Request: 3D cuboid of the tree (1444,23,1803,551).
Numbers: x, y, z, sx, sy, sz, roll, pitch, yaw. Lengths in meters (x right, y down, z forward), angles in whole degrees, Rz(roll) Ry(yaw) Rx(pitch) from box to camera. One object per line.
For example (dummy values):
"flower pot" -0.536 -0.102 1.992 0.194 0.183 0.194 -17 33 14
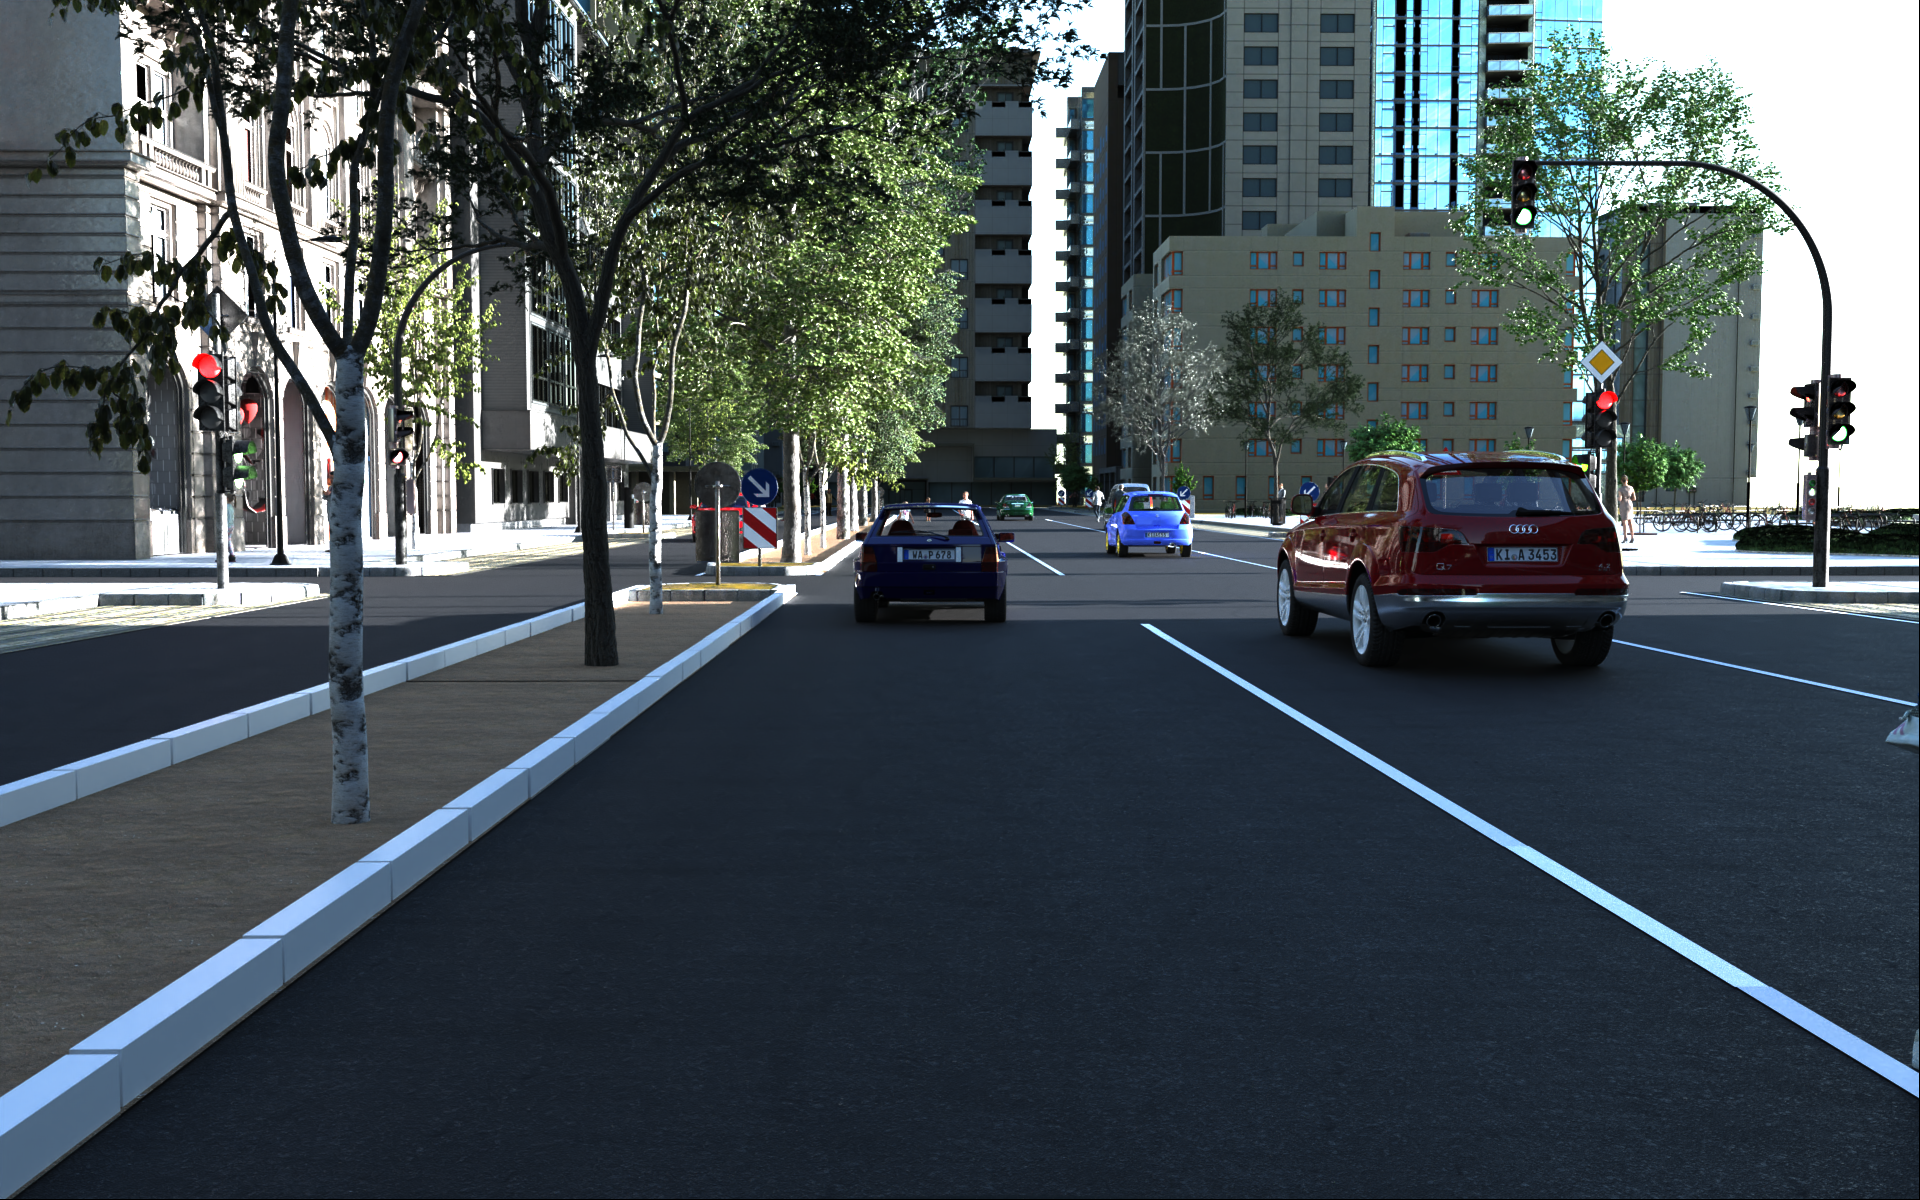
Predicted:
"tree" 14.678 -6.939 39.201 9.928 11.665 9.643 0 3 0

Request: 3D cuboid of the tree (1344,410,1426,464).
"tree" 16.790 -5.173 68.297 4.285 4.588 4.351 0 3 0

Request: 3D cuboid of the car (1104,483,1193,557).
"car" 4.393 -1.902 40.681 1.945 1.707 3.694 0 4 -1

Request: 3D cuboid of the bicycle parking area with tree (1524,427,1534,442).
"bicycle parking area with tree" 25.278 -5.177 71.650 9.016 4.147 8.231 -1 4 -13

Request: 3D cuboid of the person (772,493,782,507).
"person" -14.621 -7.933 136.574 1.217 1.723 0.721 -2 4 -26

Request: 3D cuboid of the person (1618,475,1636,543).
"person" 17.346 -2.370 45.131 0.599 1.781 0.374 -1 4 -16

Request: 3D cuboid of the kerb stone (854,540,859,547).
"kerb stone" -2.781 -1.395 45.012 0.120 0.150 1.000 0 4 -1

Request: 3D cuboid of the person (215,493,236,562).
"person" -13.838 -1.364 32.626 0.394 1.301 0.425 -1 4 -15

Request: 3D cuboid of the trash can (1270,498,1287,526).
"trash can" 13.007 -3.619 70.821 0.748 1.137 0.748 0 3 0

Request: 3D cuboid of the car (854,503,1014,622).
"car" -0.313 -0.500 20.750 1.945 1.354 3.894 0 4 1

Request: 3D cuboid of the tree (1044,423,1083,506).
"tree" 10.967 -13.998 179.231 4.737 8.622 4.395 0 3 0

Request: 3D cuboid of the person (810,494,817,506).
"person" -16.073 -11.034 188.840 0.705 1.831 1.348 -3 4 -38

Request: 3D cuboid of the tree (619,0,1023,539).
"tree" -4.912 -12.017 54.829 12.611 20.169 13.585 0 3 0

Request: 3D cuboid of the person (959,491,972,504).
"person" 0.219 -2.475 51.554 0.503 1.515 0.523 -3 5 -40

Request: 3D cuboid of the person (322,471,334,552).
"person" -13.838 -1.956 38.201 0.511 1.800 0.466 2 4 23

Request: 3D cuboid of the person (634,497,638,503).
"person" -16.804 -4.871 89.960 0.394 1.301 0.425 0 4 5

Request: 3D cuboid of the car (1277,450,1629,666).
"car" 4.315 -0.445 15.947 2.281 1.827 5.304 0 4 -1

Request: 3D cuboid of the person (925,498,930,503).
"person" -1.732 -4.814 91.878 0.362 1.253 0.373 -2 4 -24

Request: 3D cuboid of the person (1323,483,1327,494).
"person" 15.879 -4.157 74.439 0.534 1.772 0.576 2 4 32

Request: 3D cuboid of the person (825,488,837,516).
"person" -8.534 -6.394 113.134 0.705 1.812 1.348 3 5 40

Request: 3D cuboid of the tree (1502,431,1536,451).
"tree" 16.952 -3.576 53.075 1.663 3.219 1.824 0 3 0

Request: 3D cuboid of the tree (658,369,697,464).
"tree" -13.618 -8.596 90.911 4.737 8.622 4.395 0 3 0

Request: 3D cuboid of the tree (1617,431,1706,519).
"tree" 35.512 -6.533 90.535 4.285 4.588 4.351 0 3 0

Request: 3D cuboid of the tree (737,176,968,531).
"tree" -4.237 -9.617 66.345 9.857 13.997 8.962 0 3 0

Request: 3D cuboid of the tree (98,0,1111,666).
"tree" -2.970 -4.745 14.456 8.767 10.594 7.601 0 4 -1

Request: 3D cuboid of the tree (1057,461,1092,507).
"tree" 11.316 -11.617 173.647 4.285 4.588 4.351 0 3 0

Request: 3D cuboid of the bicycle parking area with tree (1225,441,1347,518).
"bicycle parking area with tree" 18.134 -6.533 93.813 8.231 4.147 9.016 1 4 20

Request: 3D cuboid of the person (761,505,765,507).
"person" -7.036 -3.200 61.157 0.599 1.781 0.374 -3 4 -38

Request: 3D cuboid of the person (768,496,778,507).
"person" -15.646 -8.335 143.137 1.217 1.723 0.721 0 4 8

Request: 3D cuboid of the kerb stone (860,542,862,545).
"kerb stone" -2.823 -1.521 47.056 0.120 0.150 1.000 0 4 -1

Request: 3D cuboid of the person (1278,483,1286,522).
"person" 14.858 -4.541 80.559 0.520 1.790 0.573 3 5 42

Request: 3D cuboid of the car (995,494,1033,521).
"car" 2.998 -5.084 94.922 2.131 1.459 4.920 0 4 -2

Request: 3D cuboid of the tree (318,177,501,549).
"tree" -12.671 -5.486 40.064 4.737 8.622 4.395 0 3 0

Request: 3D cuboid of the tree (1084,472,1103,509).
"tree" 11.716 -9.537 150.539 1.663 3.219 1.824 0 3 0

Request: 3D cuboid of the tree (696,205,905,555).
"tree" -3.525 -5.334 40.034 4.737 8.622 4.395 0 3 0

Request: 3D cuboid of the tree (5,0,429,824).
"tree" -2.671 -3.345 7.512 4.360 8.622 3.978 0 3 0

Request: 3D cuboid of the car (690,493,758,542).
"car" -7.174 -2.704 53.258 2.155 1.783 4.494 0 4 -2

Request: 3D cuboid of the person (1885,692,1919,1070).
"person" 2.568 0.259 4.242 0.573 1.828 0.580 0 4 5

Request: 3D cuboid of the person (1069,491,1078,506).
"person" 11.895 -10.641 180.735 1.217 1.736 0.721 3 5 44

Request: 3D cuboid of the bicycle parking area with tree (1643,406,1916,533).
"bicycle parking area with tree" 27.560 -4.358 58.261 8.231 4.147 9.016 -2 4 -35

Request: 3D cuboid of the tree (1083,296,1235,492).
"tree" 12.488 -12.018 106.869 12.009 13.543 11.850 0 3 0

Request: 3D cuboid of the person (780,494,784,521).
"person" -9.209 -5.124 92.186 0.836 1.842 0.656 -2 4 -27

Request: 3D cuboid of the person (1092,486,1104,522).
"person" 7.109 -4.938 89.085 0.661 1.843 0.795 -1 4 -19

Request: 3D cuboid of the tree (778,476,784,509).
"tree" -15.571 -9.769 154.326 1.663 3.219 1.824 0 3 0

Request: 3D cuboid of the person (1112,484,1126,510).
"person" 6.159 -3.526 66.328 0.661 1.801 0.590 1 4 20

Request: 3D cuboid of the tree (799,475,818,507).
"tree" -15.903 -11.554 183.516 1.663 3.219 1.824 0 3 0

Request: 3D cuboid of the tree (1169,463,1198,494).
"tree" 12.578 -6.401 99.261 1.663 3.219 1.824 0 3 0

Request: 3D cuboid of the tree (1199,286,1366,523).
"tree" 14.250 -8.710 76.829 8.767 10.594 7.601 2 4 35

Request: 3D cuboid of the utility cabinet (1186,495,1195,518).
"utility cabinet" 12.438 -5.034 93.471 0.306 1.237 1.020 0 4 -3

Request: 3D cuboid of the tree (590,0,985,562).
"tree" -3.391 -6.919 33.716 7.486 12.596 7.792 0 3 0

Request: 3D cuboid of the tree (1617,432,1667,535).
"tree" 21.351 -3.672 54.636 1.663 3.219 1.824 0 3 0
